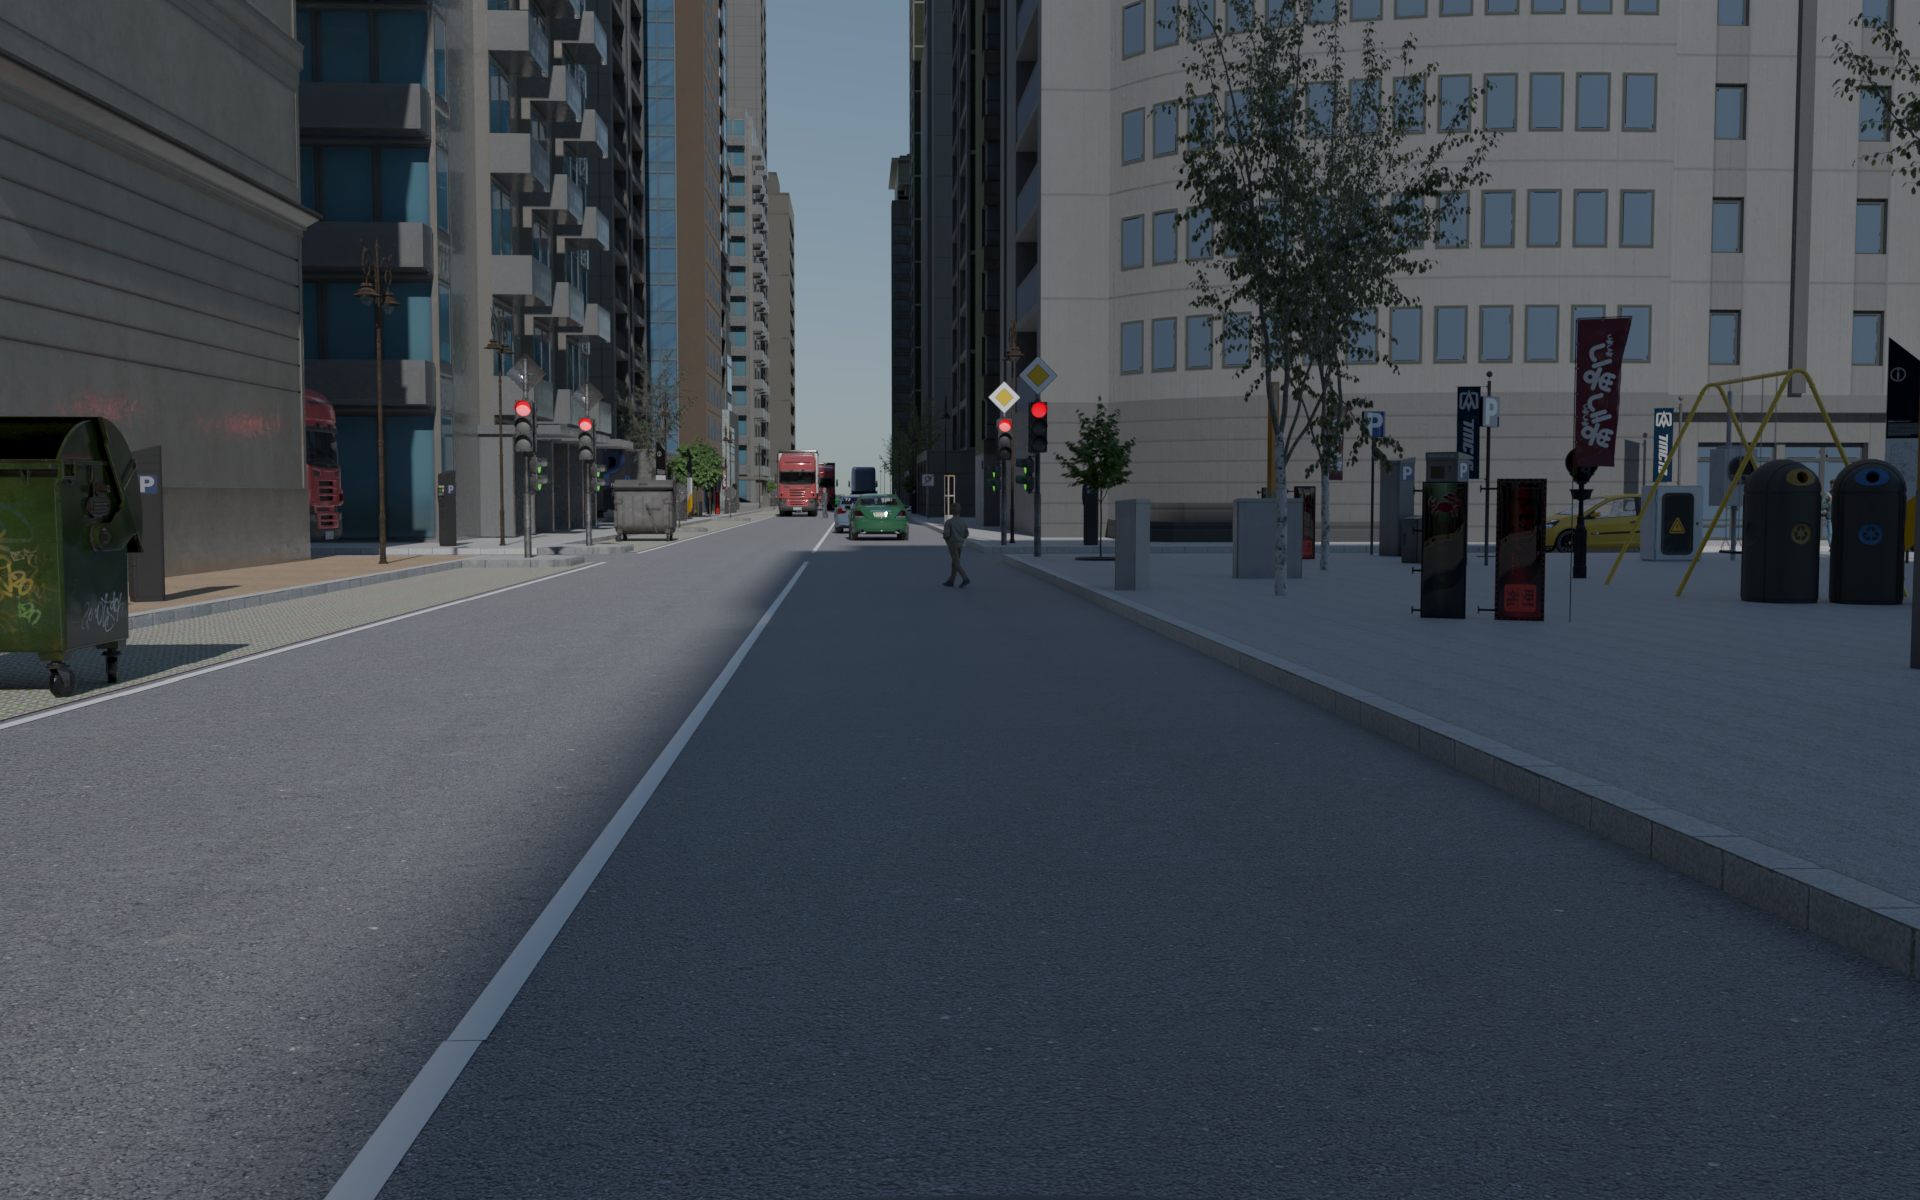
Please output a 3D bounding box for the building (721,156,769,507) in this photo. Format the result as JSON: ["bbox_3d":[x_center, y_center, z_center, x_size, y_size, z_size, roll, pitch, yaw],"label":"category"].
[{"bbox_3d":[-35.796,-29.446,173.325,32.217,40.220,23.993,0,4,-3],"label":"building"}]

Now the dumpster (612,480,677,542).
[{"bbox_3d":[-9.458,-2.683,52.084,1.865,1.857,1.264,0,4,-3],"label":"dumpster"}]

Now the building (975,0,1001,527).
[{"bbox_3d":[7.530,-18.538,74.799,14.160,30.474,14.107,0,4,-3],"label":"building"}]

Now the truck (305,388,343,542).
[{"bbox_3d":[-18.748,-2.981,37.648,11.283,4.237,2.839,0,4,-2],"label":"truck"}]

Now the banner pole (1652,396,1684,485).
[{"bbox_3d":[18.115,-3.315,44.222,0.863,3.779,0.401,1,4,21],"label":"banner pole"}]

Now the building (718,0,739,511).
[{"bbox_3d":[-29.683,-50.894,144.785,22.319,86.520,31.000,0,4,-3],"label":"building"}]

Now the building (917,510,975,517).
[{"bbox_3d":[8.064,-40.409,98.947,20.563,71.187,20.611,0,4,-3],"label":"building"}]

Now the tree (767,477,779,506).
[{"bbox_3d":[-21.925,-12.613,200.830,1.663,3.219,1.824,0,3,0],"label":"tree"}]

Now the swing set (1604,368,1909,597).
[{"bbox_3d":[10.491,-1.559,23.111,2.862,2.851,3.119,0,4,3],"label":"swing set"}]

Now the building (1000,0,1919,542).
[{"bbox_3d":[16.062,-31.345,54.487,28.212,58.520,21.231,0,4,-3],"label":"building"}]

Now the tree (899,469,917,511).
[{"bbox_3d":[-3.690,-8.481,133.266,1.663,3.219,1.824,0,3,0],"label":"tree"}]

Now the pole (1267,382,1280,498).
[{"bbox_3d":[5.698,-2.306,31.546,0.158,3.312,0.155,0,3,0],"label":"pole"}]

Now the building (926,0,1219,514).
[{"bbox_3d":[7.706,-36.788,143.490,21.231,58.520,28.212,0,4,-3],"label":"building"}]

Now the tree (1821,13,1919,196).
[{"bbox_3d":[10.378,-3.982,15.469,4.360,8.622,3.978,0,3,0],"label":"tree"}]

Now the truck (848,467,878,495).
[{"bbox_3d":[-9.046,-10.756,165.623,2.967,4.110,18.799,0,4,-5],"label":"truck"}]

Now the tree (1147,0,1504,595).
[{"bbox_3d":[4.189,-4.353,21.529,4.360,8.622,3.978,0,3,0],"label":"tree"}]

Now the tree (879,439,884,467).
[{"bbox_3d":[-7.838,-15.900,210.328,4.737,8.622,4.395,0,3,0],"label":"tree"}]

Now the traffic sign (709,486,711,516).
[{"bbox_3d":[-14.287,-6.045,98.941,0.768,2.556,0.104,0,4,4],"label":"traffic sign"}]

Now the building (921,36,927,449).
[{"bbox_3d":[3.460,-31.491,164.988,14.600,45.320,14.200,0,4,-3],"label":"building"}]

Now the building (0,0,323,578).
[{"bbox_3d":[-26.395,-11.718,24.878,30.059,22.955,16.112,0,4,-3],"label":"building"}]

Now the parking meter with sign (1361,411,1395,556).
[{"bbox_3d":[9.011,-2.415,35.743,0.543,3.016,1.738,-1,4,-22],"label":"parking meter with sign"}]

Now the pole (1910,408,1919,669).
[{"bbox_3d":[7.093,-1.147,12.603,0.158,3.312,0.155,0,3,0],"label":"pole"}]

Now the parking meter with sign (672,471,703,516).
[{"bbox_3d":[-15.716,-6.333,99.799,1.738,3.016,0.543,0,4,-8],"label":"parking meter with sign"}]

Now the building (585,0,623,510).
[{"bbox_3d":[-27.341,-40.592,101.932,20.563,71.187,20.611,0,4,-3],"label":"building"}]

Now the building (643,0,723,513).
[{"bbox_3d":[-24.591,-28.961,123.622,14.600,45.320,14.200,0,4,-3],"label":"building"}]

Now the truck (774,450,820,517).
[{"bbox_3d":[-10.416,-7.532,112.055,2.839,4.237,11.283,0,4,-4],"label":"truck"}]

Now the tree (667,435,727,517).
[{"bbox_3d":[-14.633,-6.898,96.491,4.285,4.588,4.351,0,3,0],"label":"tree"}]

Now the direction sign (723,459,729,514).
[{"bbox_3d":[-15.124,-7.330,111.845,0.379,3.537,0.876,-1,4,-15],"label":"direction sign"}]

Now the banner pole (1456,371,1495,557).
[{"bbox_3d":[10.541,-2.774,35.377,0.863,3.779,0.401,1,4,13],"label":"banner pole"}]

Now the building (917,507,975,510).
[{"bbox_3d":[4.616,-45.519,182.487,20.563,71.187,20.611,0,4,-3],"label":"building"}]

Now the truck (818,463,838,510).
[{"bbox_3d":[-12.524,-10.234,156.244,2.839,4.237,11.283,0,4,-5],"label":"truck"}]

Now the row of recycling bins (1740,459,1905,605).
[{"bbox_3d":[11.008,-0.795,20.104,3.534,1.692,1.069,2,4,24],"label":"row of recycling bins"}]

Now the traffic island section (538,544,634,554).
[{"bbox_3d":[-9.198,-1.258,42.844,2.009,0.180,2.903,0,4,-3],"label":"traffic island section"}]

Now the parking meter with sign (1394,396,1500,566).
[{"bbox_3d":[8.888,-2.161,31.586,0.543,3.016,1.738,-3,5,-42],"label":"parking meter with sign"}]

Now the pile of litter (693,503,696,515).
[{"bbox_3d":[-16.098,-5.515,104.136,1.719,0.858,1.176,-1,4,-12],"label":"pile of litter"}]

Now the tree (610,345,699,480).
[{"bbox_3d":[-14.874,-8.211,84.607,4.360,8.622,3.978,0,3,0],"label":"tree"}]

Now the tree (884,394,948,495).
[{"bbox_3d":[-2.903,-10.777,126.562,4.737,8.622,4.395,0,3,0],"label":"tree"}]

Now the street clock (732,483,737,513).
[{"bbox_3d":[-15.278,-6.909,117.527,0.358,2.002,0.471,-1,4,-20],"label":"street clock"}]

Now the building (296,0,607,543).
[{"bbox_3d":[-23.957,-26.714,56.377,23.786,49.044,30.456,0,4,-3],"label":"building"}]

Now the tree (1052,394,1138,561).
[{"bbox_3d":[2.606,-2.385,33.596,1.663,3.219,1.824,0,3,0],"label":"tree"}]

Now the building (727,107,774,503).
[{"bbox_3d":[-35.365,-36.478,216.025,23.786,49.044,30.456,0,4,-3],"label":"building"}]

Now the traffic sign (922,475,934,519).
[{"bbox_3d":[-1.640,-5.305,88.868,0.606,2.300,0.079,0,3,0],"label":"traffic sign"}]

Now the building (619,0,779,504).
[{"bbox_3d":[-35.003,-49.092,240.903,20.563,71.187,20.611,0,4,-3],"label":"building"}]

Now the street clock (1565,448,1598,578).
[{"bbox_3d":[9.458,-1.334,26.381,0.471,2.002,0.358,1,4,14],"label":"street clock"}]

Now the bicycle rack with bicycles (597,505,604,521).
[{"bbox_3d":[-18.038,-4.300,83.685,2.925,0.926,2.852,3,5,45],"label":"bicycle rack with bicycles"}]

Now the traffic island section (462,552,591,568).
[{"bbox_3d":[-8.716,-0.770,34.873,2.009,0.180,2.903,0,4,-3],"label":"traffic island section"}]

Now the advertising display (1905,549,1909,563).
[{"bbox_3d":[17.876,-1.624,31.773,0.974,1.923,0.123,3,4,38],"label":"advertising display"}]

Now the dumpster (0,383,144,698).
[{"bbox_3d":[-7.128,-0.458,12.433,1.985,2.255,1.502,0,4,-5],"label":"dumpster"}]

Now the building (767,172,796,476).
[{"bbox_3d":[-36.080,-39.079,262.645,21.300,48.544,21.600,0,4,-3],"label":"building"}]
